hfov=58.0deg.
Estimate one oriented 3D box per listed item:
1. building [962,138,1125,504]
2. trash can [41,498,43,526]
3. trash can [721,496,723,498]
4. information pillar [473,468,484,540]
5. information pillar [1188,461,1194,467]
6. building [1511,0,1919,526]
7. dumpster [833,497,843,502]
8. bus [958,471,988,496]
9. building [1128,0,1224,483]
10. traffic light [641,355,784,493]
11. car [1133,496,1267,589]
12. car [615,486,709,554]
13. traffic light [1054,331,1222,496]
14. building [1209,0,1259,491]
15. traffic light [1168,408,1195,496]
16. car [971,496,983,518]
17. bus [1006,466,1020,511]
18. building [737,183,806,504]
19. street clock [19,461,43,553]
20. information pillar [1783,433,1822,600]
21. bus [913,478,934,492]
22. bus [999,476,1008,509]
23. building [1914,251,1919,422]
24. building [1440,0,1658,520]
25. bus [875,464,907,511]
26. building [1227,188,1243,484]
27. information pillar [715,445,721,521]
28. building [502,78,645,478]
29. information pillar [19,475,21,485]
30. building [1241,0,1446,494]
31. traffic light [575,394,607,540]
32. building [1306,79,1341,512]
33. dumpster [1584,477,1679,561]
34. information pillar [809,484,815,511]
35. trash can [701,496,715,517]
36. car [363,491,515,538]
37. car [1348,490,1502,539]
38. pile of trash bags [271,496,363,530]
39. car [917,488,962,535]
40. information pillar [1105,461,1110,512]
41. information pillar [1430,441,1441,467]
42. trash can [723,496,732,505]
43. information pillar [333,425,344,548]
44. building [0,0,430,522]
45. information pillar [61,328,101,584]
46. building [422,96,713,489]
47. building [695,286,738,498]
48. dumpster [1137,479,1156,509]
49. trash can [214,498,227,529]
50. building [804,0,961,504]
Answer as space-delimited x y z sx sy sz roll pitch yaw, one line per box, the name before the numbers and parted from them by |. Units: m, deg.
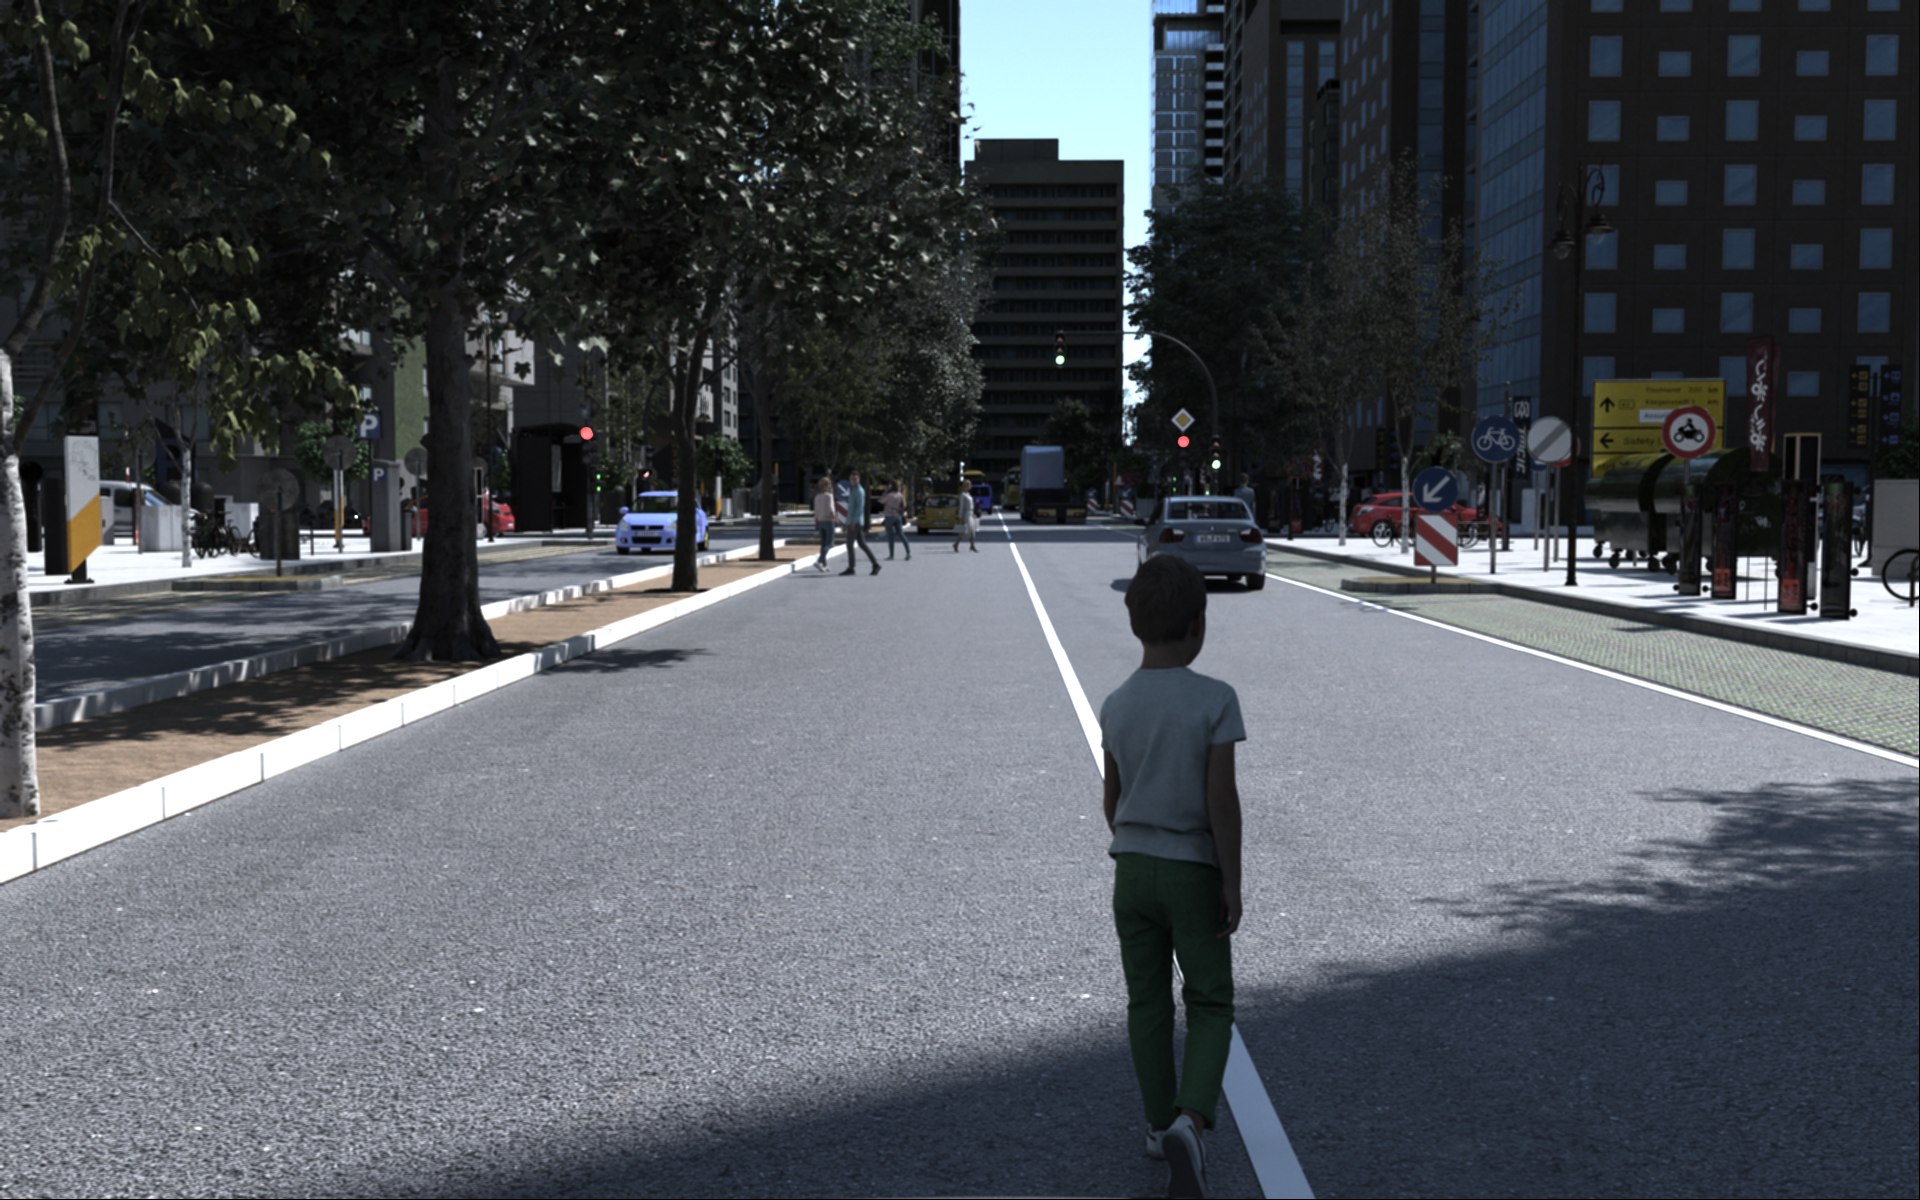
building | 11.212 -37.627 238.895 21.600 48.544 21.300 0 4 1
trash can | -36.915 -3.569 70.014 0.748 1.137 0.748 0 3 0
trash can | -17.603 -7.020 126.438 0.748 1.137 0.748 0 3 0
information pillar | -13.558 -2.688 48.448 0.304 2.012 0.304 1 4 23
information pillar | 15.013 -7.427 112.779 0.504 3.616 0.183 -1 4 -14
building | 30.903 -25.967 74.664 14.200 45.320 14.600 0 4 1
dumpster | -9.057 -6.904 121.090 1.865 1.857 1.264 0 4 2
bus | 1.336 -11.630 181.692 2.896 3.916 12.252 0 4 3
building | 37.913 -56.626 238.502 31.000 86.520 22.319 0 4 1
traffic light | -8.182 -5.022 56.778 4.771 5.953 1.251 0 4 1
car | 3.763 -0.939 27.350 2.014 1.417 4.499 0 4 2
car | -7.244 -1.998 42.252 1.945 1.707 3.694 0 4 2
traffic light | 4.998 -4.509 48.397 4.771 5.953 1.251 0 4 1
building | 36.891 -45.451 181.380 20.563 71.187 20.611 0 4 1
traffic light | 7.234 -4.132 56.485 0.839 4.253 0.868 0 4 1
car | 0.421 -5.703 105.820 1.945 1.354 3.894 0 4 2
bus | 5.396 -9.766 151.224 2.896 3.916 12.252 0 4 2
building | -35.475 -35.819 240.258 28.867 44.769 22.147 0 4 1
street clock | -20.390 -2.049 38.067 0.471 2.002 0.358 -2 4 -27
information pillar | 10.198 -1.011 21.024 0.304 2.012 0.304 0 4 -5
bus | -4.385 -12.103 192.735 2.948 3.499 13.247 0 4 -1
bus | 5.383 -10.509 166.685 2.948 3.499 13.247 0 4 0
building | 61.457 -32.902 79.951 28.212 58.520 21.231 0 4 1
building | 30.561 -27.609 101.512 14.600 45.320 14.200 0 4 1
bus | -5.756 -9.254 142.850 2.896 3.916 12.252 0 4 2
building | 32.502 -24.078 165.371 14.160 30.474 14.107 0 4 1
information pillar | -11.467 -5.555 82.177 0.183 3.616 0.504 1 4 14
building | -34.892 -43.002 141.330 20.563 71.187 20.611 0 4 1
information pillar | -33.364 -3.466 61.157 0.304 2.012 0.304 0 4 -8
building | 32.433 -30.594 150.328 14.600 45.320 14.200 0 4 1
traffic light | -10.417 -3.662 48.796 0.839 4.253 0.868 0 4 1
building | 31.859 -21.551 124.058 14.160 30.474 14.107 0 4 1
dumpster | 13.352 -1.932 34.089 1.502 2.255 1.985 0 4 1
information pillar | -10.926 -7.551 127.944 0.304 2.012 0.304 -2 4 -29
trash can | -14.173 -5.221 97.023 0.748 1.137 0.748 0 3 0
car | -15.819 -2.657 52.479 4.494 1.783 2.155 0 4 1
car | 13.763 -2.573 51.107 4.494 1.783 2.155 0 4 2
pile of trash bags | -23.181 -3.191 61.926 1.912 1.369 3.447 2 4 30
car | -0.575 -3.152 61.752 2.015 1.641 3.980 0 4 3
information pillar | 10.451 -8.023 122.533 0.183 3.616 0.504 2 4 29
information pillar | 20.670 -5.137 75.342 0.504 3.616 0.183 -1 4 -17
trash can | -14.094 -5.861 107.478 0.748 1.137 0.748 0 3 0
information pillar | -14.862 -3.060 41.382 0.183 3.616 0.504 0 4 -6
building | -32.927 -24.047 76.759 14.154 41.232 14.086 0 4 1
information pillar | -12.580 -2.045 24.783 0.183 3.616 0.504 2 4 30
building | -38.892 -35.274 165.976 28.713 52.752 27.495 0 4 1
building | -31.536 -25.406 187.085 14.107 30.474 14.160 0 4 1
dumpster | 11.875 -6.546 109.523 1.502 2.255 1.985 0 4 1
trash can | -27.662 -3.230 64.471 0.748 1.137 0.748 0 3 0
building | -10.286 -48.945 238.507 20.611 71.187 20.563 0 4 1
